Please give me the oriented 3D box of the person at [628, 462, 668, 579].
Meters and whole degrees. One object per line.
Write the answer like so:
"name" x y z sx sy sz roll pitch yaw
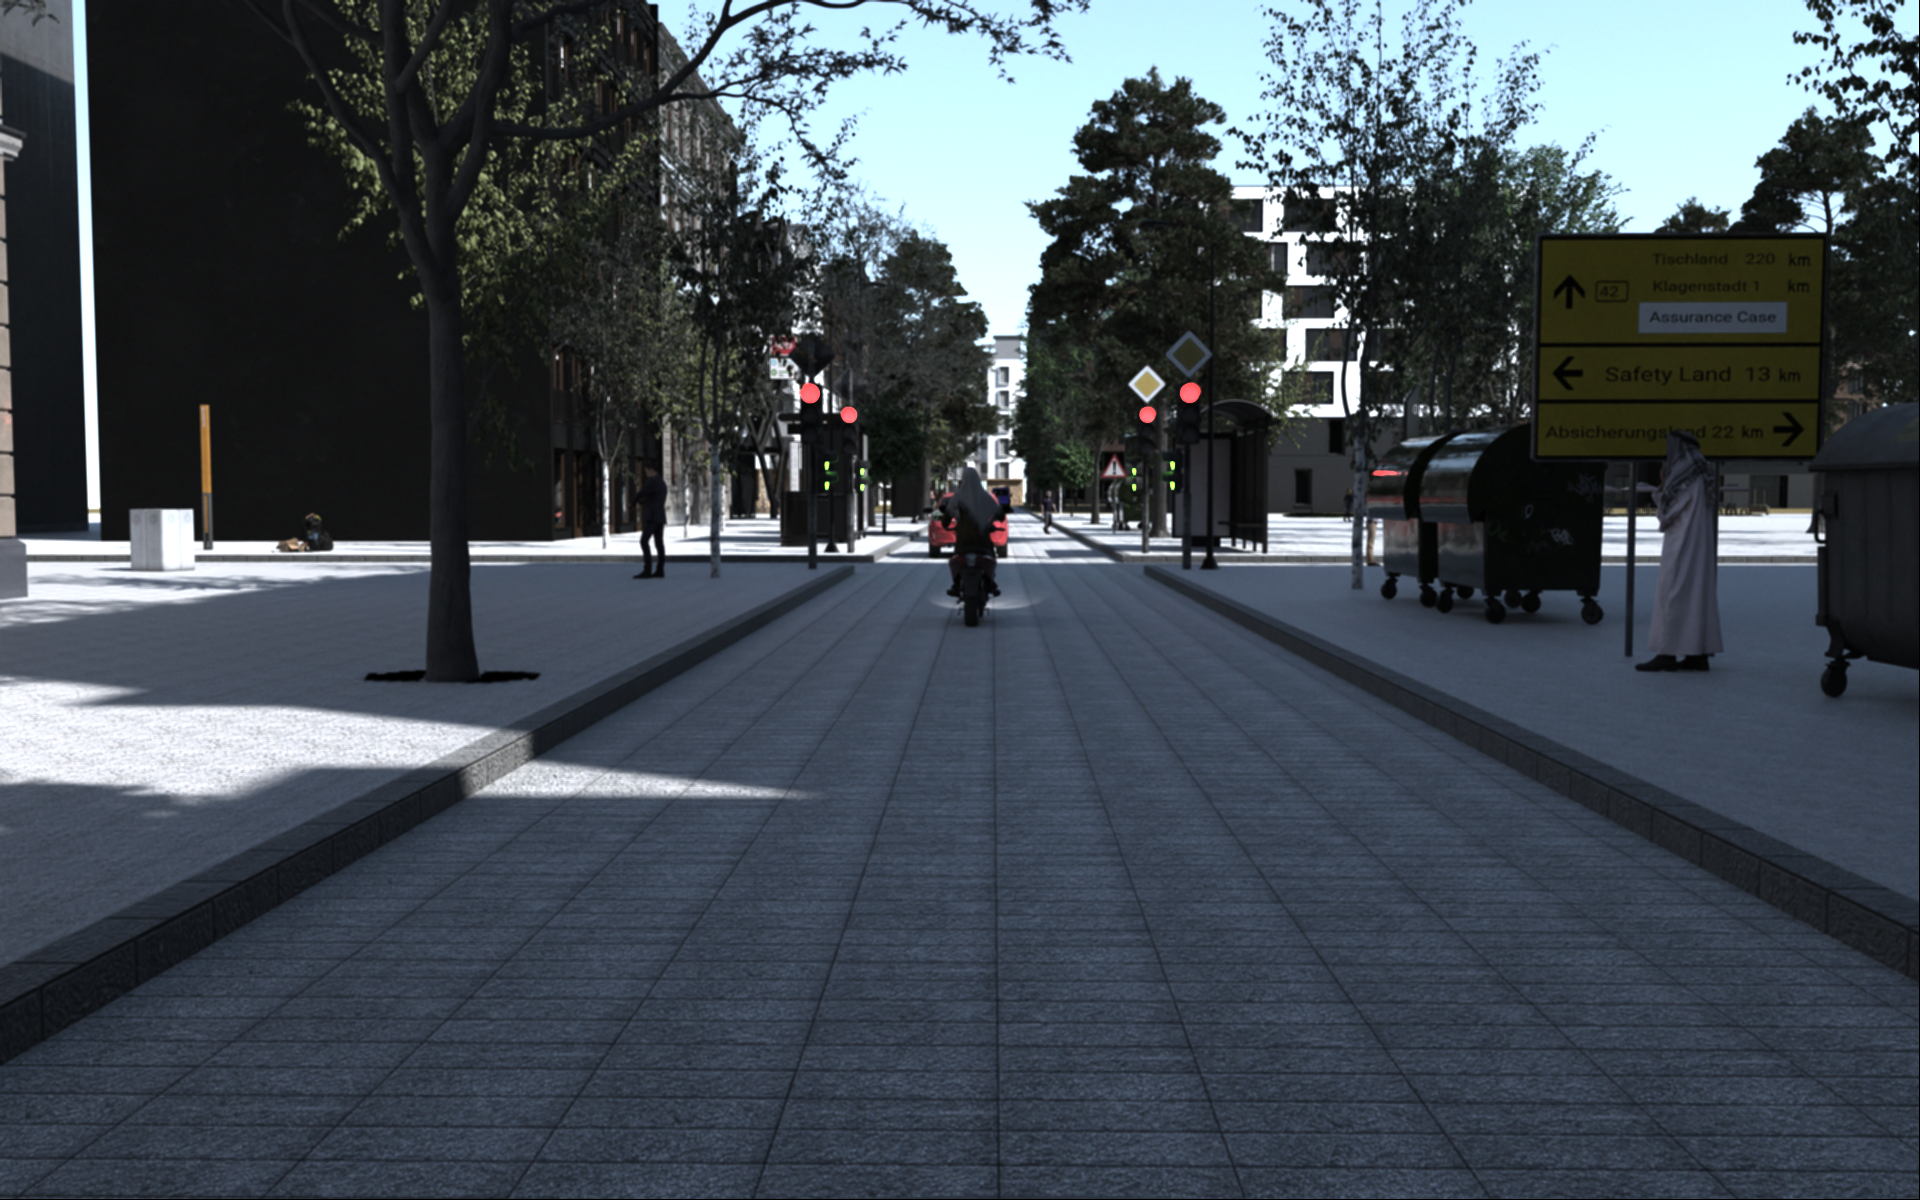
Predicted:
"person" -4.798 -1.224 26.501 0.568 1.767 0.683 1 4 11

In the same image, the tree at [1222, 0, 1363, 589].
"tree" 5.620 -4.456 23.219 4.360 8.622 3.978 0 3 0

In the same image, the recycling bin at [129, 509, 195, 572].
"recycling bin" -13.346 -1.005 28.980 0.722 1.027 0.722 1 4 18

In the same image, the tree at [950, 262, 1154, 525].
"tree" 5.875 -9.004 72.969 9.928 11.665 9.643 0 3 0

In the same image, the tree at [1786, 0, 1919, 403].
"tree" 9.922 -4.069 16.892 4.360 8.622 3.978 0 3 0

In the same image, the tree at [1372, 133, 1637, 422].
"tree" 15.492 -7.545 49.113 9.928 11.665 9.643 0 3 0

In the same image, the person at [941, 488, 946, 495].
"person" -1.011 -7.441 128.235 0.750 1.759 0.617 -1 4 -14

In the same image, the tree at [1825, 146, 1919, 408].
"tree" 25.054 -6.704 44.022 7.601 10.594 8.767 0 3 0

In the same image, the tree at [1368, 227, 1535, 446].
"tree" 18.800 -7.597 58.624 8.767 10.594 7.601 1 4 19

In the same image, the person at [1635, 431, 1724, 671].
"person" 5.248 -0.361 12.616 0.621 1.740 0.551 1 4 15

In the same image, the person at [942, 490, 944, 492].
"person" -1.737 -9.854 168.091 0.756 1.711 0.436 -2 4 -31

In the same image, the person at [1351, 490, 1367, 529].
"person" 14.717 -3.475 63.677 0.431 1.722 0.655 -3 4 -37

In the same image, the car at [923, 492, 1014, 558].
"car" 0.193 -1.909 40.256 2.155 1.783 4.494 0 4 0

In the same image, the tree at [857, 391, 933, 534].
"tree" -2.508 -4.392 55.519 4.285 4.588 4.351 0 3 0

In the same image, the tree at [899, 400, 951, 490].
"tree" -2.235 -9.281 102.111 4.737 8.622 4.395 0 3 0

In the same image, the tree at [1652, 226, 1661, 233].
"tree" 31.191 -10.096 72.487 7.806 13.903 7.818 0 3 0

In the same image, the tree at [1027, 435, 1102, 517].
"tree" 6.209 -6.902 96.567 4.285 4.588 4.351 0 3 0

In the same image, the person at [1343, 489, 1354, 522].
"person" 18.075 -4.406 80.626 0.480 1.512 0.613 2 4 31

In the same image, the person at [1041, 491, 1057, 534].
"person" 3.176 -3.138 62.022 0.569 1.553 0.471 0 4 -5

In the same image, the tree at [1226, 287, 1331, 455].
"tree" 10.680 -6.738 60.536 4.737 8.622 4.395 0 3 0

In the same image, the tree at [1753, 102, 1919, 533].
"tree" 28.381 -9.099 56.193 7.806 13.903 7.818 0 3 0

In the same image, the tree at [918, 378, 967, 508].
"tree" -2.252 -12.022 118.615 6.751 12.117 7.091 0 3 0

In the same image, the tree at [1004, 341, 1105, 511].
"tree" 6.974 -12.812 127.600 7.486 12.596 7.792 0 3 0

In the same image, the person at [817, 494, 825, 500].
"person" -7.599 -5.247 94.048 0.614 1.554 0.590 3 5 39

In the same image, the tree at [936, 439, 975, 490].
"tree" -1.140 -12.273 151.025 4.360 8.622 3.978 0 3 0

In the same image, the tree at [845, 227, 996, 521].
"tree" -1.417 -10.730 82.864 7.806 13.903 7.818 0 3 0

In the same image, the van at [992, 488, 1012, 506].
"van" 4.066 -10.272 172.333 2.240 2.365 5.245 0 4 2

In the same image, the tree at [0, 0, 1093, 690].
"tree" -3.490 -6.180 11.414 12.009 13.543 11.850 0 3 0

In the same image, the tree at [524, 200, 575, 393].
"tree" -8.015 -5.494 40.188 4.360 8.622 3.978 0 3 0

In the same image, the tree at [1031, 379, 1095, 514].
"tree" 6.665 -9.812 110.796 4.360 8.622 3.978 0 3 0

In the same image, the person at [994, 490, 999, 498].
"person" 2.989 -8.107 141.579 0.750 1.759 0.617 1 4 18

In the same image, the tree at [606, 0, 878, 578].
"tree" -3.518 -4.649 26.380 4.360 8.622 3.978 0 3 0

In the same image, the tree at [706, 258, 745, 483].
"tree" -7.994 -6.103 50.143 4.737 8.622 4.395 0 3 0

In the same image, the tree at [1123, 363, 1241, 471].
"tree" 10.977 -9.894 83.829 6.751 12.117 7.091 0 3 0

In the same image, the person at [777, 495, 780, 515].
"person" -11.120 -6.086 106.248 0.504 1.737 0.576 0 4 -8

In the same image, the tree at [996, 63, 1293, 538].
"tree" 5.660 -8.735 50.242 7.806 13.903 7.818 0 3 0

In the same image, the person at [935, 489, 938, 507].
"person" -2.338 -10.425 176.460 0.705 1.831 1.348 1 4 13

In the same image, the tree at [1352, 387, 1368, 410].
"tree" 21.104 -8.552 74.243 8.767 10.594 7.601 0 4 -2

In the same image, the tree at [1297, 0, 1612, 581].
"tree" 8.127 -4.752 28.055 4.360 8.622 3.978 0 3 0

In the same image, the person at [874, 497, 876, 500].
"person" -6.295 -6.698 115.573 1.348 1.822 0.705 1 4 14

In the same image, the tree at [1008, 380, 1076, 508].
"tree" 7.805 -14.519 159.433 6.751 12.117 7.091 0 3 0

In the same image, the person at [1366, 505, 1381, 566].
"person" 8.260 -1.468 34.569 0.319 1.574 0.516 1 4 16

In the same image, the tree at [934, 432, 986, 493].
"tree" -1.099 -13.735 158.984 8.767 10.594 7.601 3 4 39

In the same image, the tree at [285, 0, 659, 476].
"tree" -6.088 -4.362 21.679 4.737 8.622 4.395 0 3 0

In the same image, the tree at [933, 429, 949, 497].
"tree" -1.600 -12.973 137.868 9.928 11.665 9.643 0 3 0
